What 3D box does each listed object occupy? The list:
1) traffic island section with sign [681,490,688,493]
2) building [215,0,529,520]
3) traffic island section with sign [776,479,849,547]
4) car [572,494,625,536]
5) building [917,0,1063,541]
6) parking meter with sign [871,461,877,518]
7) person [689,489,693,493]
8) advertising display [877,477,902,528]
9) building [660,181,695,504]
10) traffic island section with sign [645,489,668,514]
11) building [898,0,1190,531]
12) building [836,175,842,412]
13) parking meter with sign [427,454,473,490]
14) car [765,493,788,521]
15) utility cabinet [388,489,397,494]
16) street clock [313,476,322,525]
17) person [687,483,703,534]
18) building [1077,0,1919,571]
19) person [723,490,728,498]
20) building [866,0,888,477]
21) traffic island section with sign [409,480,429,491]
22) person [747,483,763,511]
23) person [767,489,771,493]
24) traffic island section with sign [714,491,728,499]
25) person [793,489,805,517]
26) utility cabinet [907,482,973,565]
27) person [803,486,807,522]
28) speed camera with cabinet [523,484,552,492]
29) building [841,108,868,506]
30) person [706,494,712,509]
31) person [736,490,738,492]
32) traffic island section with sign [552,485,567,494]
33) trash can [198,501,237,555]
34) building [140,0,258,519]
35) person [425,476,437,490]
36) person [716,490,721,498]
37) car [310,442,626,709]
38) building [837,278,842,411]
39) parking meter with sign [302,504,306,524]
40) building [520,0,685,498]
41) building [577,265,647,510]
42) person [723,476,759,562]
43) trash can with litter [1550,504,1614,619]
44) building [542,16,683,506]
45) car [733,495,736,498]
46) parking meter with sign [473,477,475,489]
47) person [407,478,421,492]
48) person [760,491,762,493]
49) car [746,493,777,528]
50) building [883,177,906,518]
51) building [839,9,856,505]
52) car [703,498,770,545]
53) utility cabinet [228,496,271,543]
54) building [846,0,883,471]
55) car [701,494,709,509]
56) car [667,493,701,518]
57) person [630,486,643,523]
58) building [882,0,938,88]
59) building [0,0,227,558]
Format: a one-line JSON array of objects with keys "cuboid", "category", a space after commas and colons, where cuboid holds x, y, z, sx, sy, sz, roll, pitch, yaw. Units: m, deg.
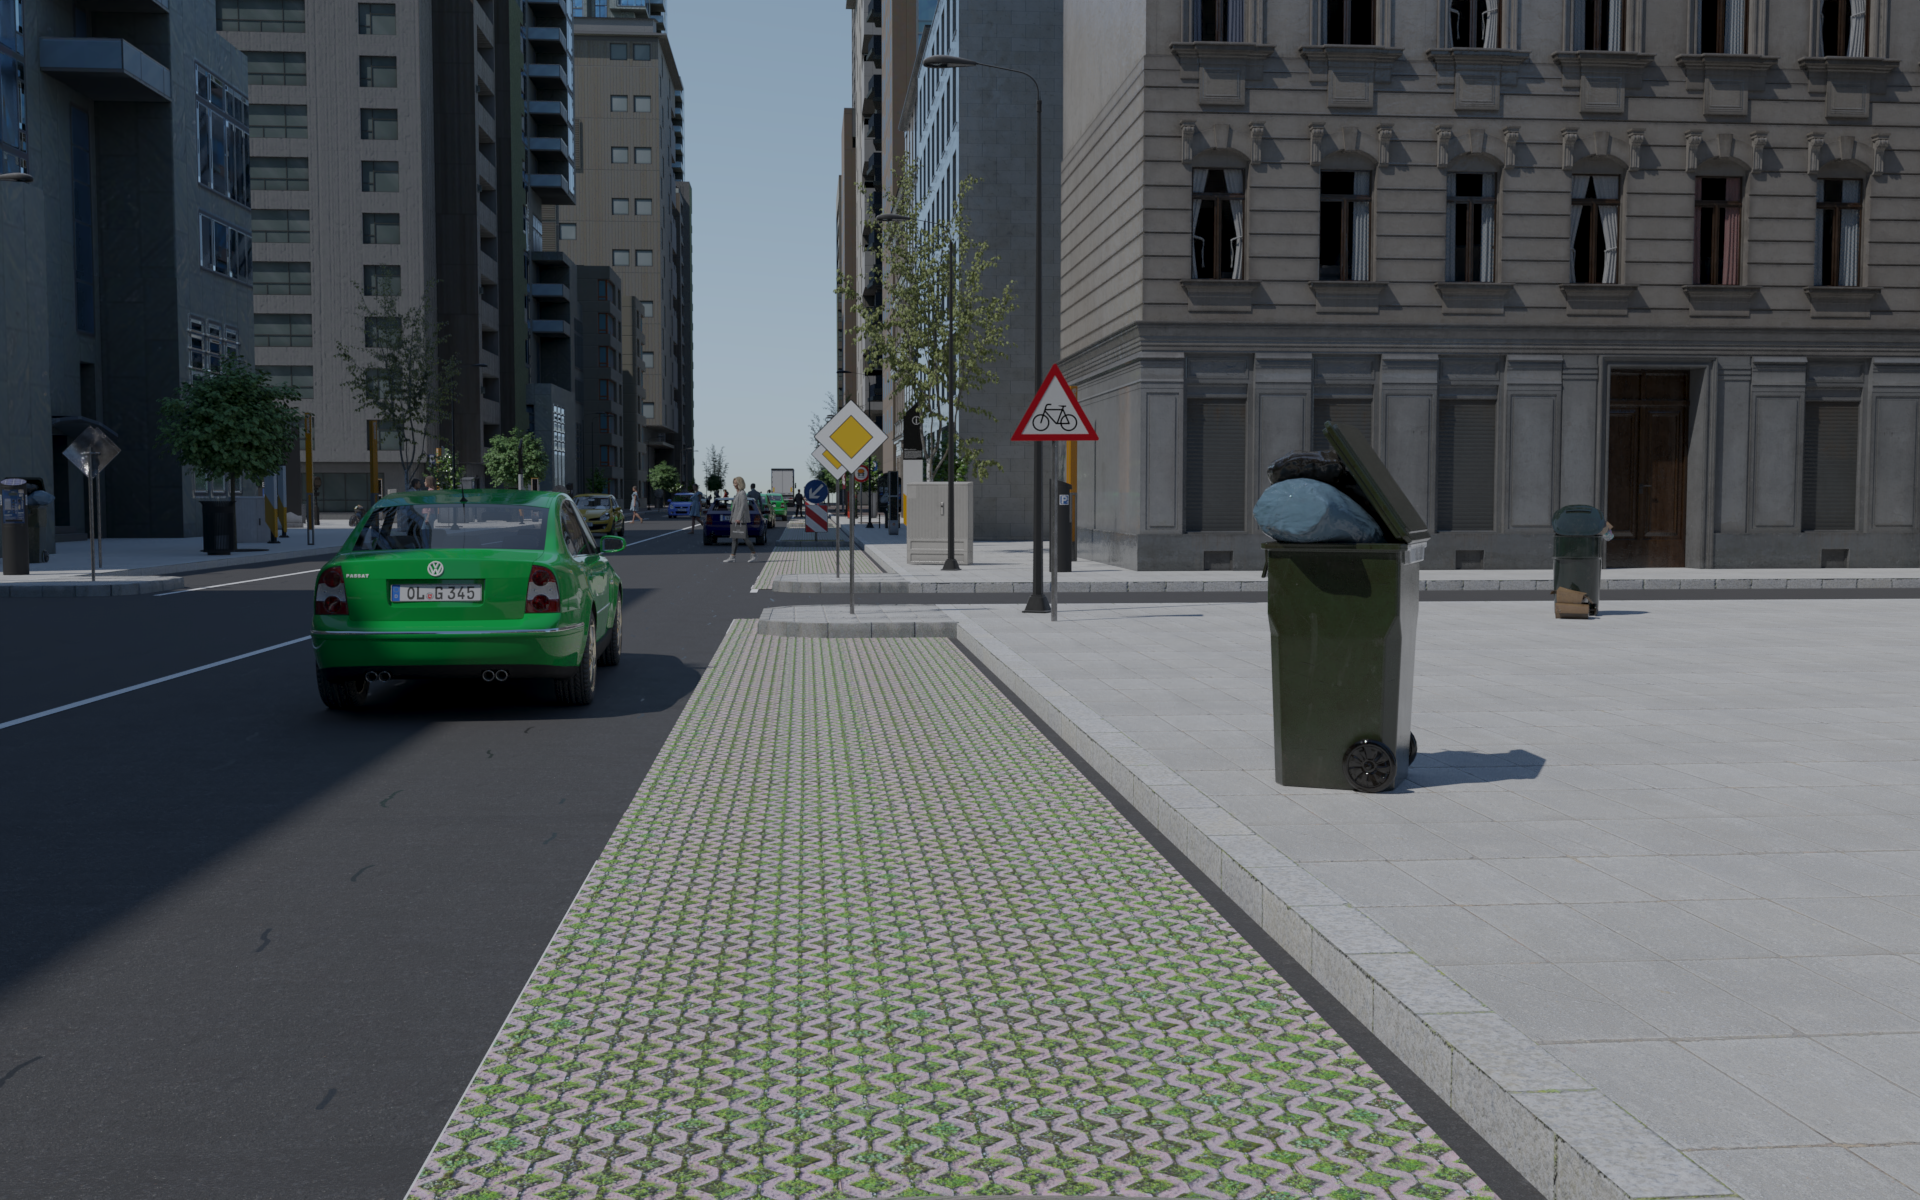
[{"cuboid": [-24.129, -8.772, 152.042, 1.989, 1.847, 2.006, 0, 4, -5], "category": "traffic island section with sign"}, {"cuboid": [-31.114, -19.552, 91.376, 14.160, 30.474, 14.107, 0, 4, -5], "category": "building"}, {"cuboid": [-4.048, -2.372, 47.418, 1.989, 1.847, 2.006, 0, 4, -5], "category": "traffic island section with sign"}, {"cuboid": [-12.183, -2.889, 57.462, 2.015, 1.641, 3.980, 0, 4, -4], "category": "car"}, {"cuboid": [4.389, -12.283, 55.572, 10.420, 20.320, 16.860, 0, 4, -5], "category": "building"}, {"cuboid": [-4.642, -5.876, 92.335, 0.543, 3.016, 1.738, 0, 3, 0], "category": "parking meter with sign"}, {"cuboid": [-16.941, -6.159, 109.913, 0.721, 1.735, 1.217, 0, 4, -4], "category": "person"}, {"cuboid": [-2.638, -3.645, 64.817, 0.974, 1.923, 0.123, -2, 4, -31], "category": "advertising display"}, {"cuboid": [-41.317, -32.784, 219.612, 14.154, 41.232, 14.086, 0, 4, -5], "category": "building"}, {"cuboid": [-21.722, -7.129, 125.194, 1.989, 1.847, 2.006, 0, 4, -5], "category": "traffic island section with sign"}, {"cuboid": [2.762, -13.730, 73.642, 9.793, 20.994, 18.267, 0, 4, -5], "category": "building"}, {"cuboid": [-6.960, -38.320, 250.238, 21.300, 48.544, 21.600, 0, 4, -5], "category": "building"}, {"cuboid": [-22.377, -4.867, 75.835, 1.738, 3.016, 0.543, 1, 4, 12], "category": "parking meter with sign"}, {"cuboid": [-10.221, -5.169, 93.306, 1.959, 1.807, 4.718, 0, 4, -6], "category": "car"}, {"cuboid": [-25.063, -4.144, 76.435, 0.318, 1.500, 1.173, -1, 4, -22], "category": "utility cabinet"}, {"cuboid": [-26.329, -4.052, 70.815, 0.358, 2.002, 0.471, 1, 4, 16], "category": "street clock"}, {"cuboid": [-9.452, -3.280, 62.220, 0.778, 1.811, 0.616, -2, 4, -29], "category": "person"}, {"cuboid": [11.405, -11.276, 33.515, 18.267, 20.994, 9.793, 0, 4, -5], "category": "building"}, {"cuboid": [-20.796, -8.864, 153.372, 0.705, 1.831, 1.348, 1, 4, 13], "category": "person"}, {"cuboid": [4.075, -29.326, 134.111, 22.147, 44.769, 28.867, 0, 4, -5], "category": "building"}, {"cuboid": [-14.737, -2.357, 47.168, 1.989, 1.847, 2.006, 0, 4, -5], "category": "traffic island section with sign"}, {"cuboid": [-7.202, -3.147, 60.074, 0.709, 1.813, 0.853, -3, 5, -41], "category": "person"}, {"cuboid": [-11.964, -6.133, 109.570, 0.721, 1.735, 1.217, 0, 4, 8], "category": "person"}, {"cuboid": [-29.020, -12.118, 206.757, 1.989, 1.847, 2.006, 0, 4, -5], "category": "traffic island section with sign"}, {"cuboid": [-10.183, -6.162, 109.802, 0.990, 1.755, 0.434, 3, 4, 36], "category": "person"}, {"cuboid": [-0.367, -1.384, 31.308, 1.173, 1.500, 0.318, 1, 4, 19], "category": "utility cabinet"}, {"cuboid": [-7.856, -4.941, 89.094, 0.447, 1.846, 0.655, -3, 4, -36], "category": "person"}, {"cuboid": [-21.647, -5.824, 89.563, 0.660, 3.252, 2.038, 3, 4, 36], "category": "speed camera with cabinet"}, {"cuboid": [-6.395, -33.485, 197.589, 14.600, 45.320, 14.200, 0, 4, -5], "category": "building"}, {"cuboid": [-20.804, -8.077, 143.740, 0.799, 1.438, 0.628, 2, 4, 32], "category": "person"}, {"cuboid": [-12.111, -5.226, 94.345, 0.834, 1.777, 0.661, 0, 4, 8], "category": "person"}, {"cuboid": [-17.170, -4.017, 74.305, 1.989, 1.847, 2.006, 0, 4, -5], "category": "traffic island section with sign"}, {"cuboid": [-15.603, -1.516, 36.436, 0.748, 1.137, 0.748, 0, 3, 0], "category": "trash can"}, {"cuboid": [-36.282, -48.952, 113.031, 22.319, 86.520, 31.000, 0, 4, -5], "category": "building"}, {"cuboid": [-11.491, -1.771, 37.465, 0.388, 1.821, 0.555, -2, 4, -30], "category": "person"}, {"cuboid": [-17.856, -7.243, 127.837, 0.530, 1.710, 0.541, -1, 4, -19], "category": "person"}, {"cuboid": [-3.544, -0.258, 13.018, 1.959, 1.807, 4.718, 0, 4, -7], "category": "car"}, {"cuboid": [-9.468, -28.194, 232.674, 14.160, 30.474, 14.107, 0, 4, -5], "category": "building"}, {"cuboid": [-29.084, -4.822, 75.107, 1.738, 3.016, 0.543, 2, 4, 31], "category": "parking meter with sign"}, {"cuboid": [-48.236, -56.737, 240.321, 22.319, 86.520, 31.000, 0, 4, -5], "category": "building"}, {"cuboid": [-41.554, -18.319, 144.557, 27.650, 21.520, 28.899, 0, 4, -5], "category": "building"}, {"cuboid": [-4.574, -1.686, 36.257, 0.728, 1.800, 0.709, -1, 4, -18], "category": "person"}, {"cuboid": [6.502, -0.411, 18.110, 0.624, 1.170, 1.055, 1, 4, 20], "category": "trash can with litter"}, {"cuboid": [-46.504, -37.155, 196.727, 28.713, 52.752, 27.495, 0, 4, -5], "category": "building"}, {"cuboid": [-25.659, -11.537, 201.210, 1.945, 1.354, 3.894, 0, 4, -6], "category": "car"}, {"cuboid": [-22.513, -5.058, 78.951, 1.738, 3.016, 0.543, 0, 4, -2], "category": "parking meter with sign"}, {"cuboid": [-14.339, -2.260, 45.301, 0.795, 1.843, 0.661, 1, 4, 15], "category": "person"}, {"cuboid": [-22.583, -11.468, 196.710, 1.217, 1.736, 0.721, 0, 4, 1], "category": "person"}, {"cuboid": [-8.771, -3.952, 73.415, 1.959, 1.807, 4.718, 0, 4, -4], "category": "car"}, {"cuboid": [1.636, -13.932, 92.415, 10.561, 19.102, 19.286, 0, 4, -5], "category": "building"}, {"cuboid": [-5.043, -47.469, 214.362, 20.563, 71.187, 20.611, 0, 4, -5], "category": "building"}, {"cuboid": [-6.436, -2.275, 49.779, 1.945, 1.354, 3.894, 0, 4, -5], "category": "car"}, {"cuboid": [-18.656, -2.101, 45.519, 0.306, 1.237, 1.020, 3, 4, 37], "category": "utility cabinet"}, {"cuboid": [4.095, -35.038, 162.110, 28.713, 52.752, 27.495, 0, 4, -5], "category": "building"}, {"cuboid": [-25.472, -9.763, 169.408, 2.009, 1.686, 4.222, 0, 4, -5], "category": "car"}, {"cuboid": [-16.455, -5.742, 103.474, 1.945, 1.707, 3.694, 0, 4, -3], "category": "car"}, {"cuboid": [-15.718, -4.622, 84.158, 0.778, 1.811, 0.616, 1, 4, 23], "category": "person"}, {"cuboid": [2.156, -28.271, 112.344, 14.600, 45.320, 14.200, 0, 4, -5], "category": "building"}, {"cuboid": [-30.959, -44.393, 38.501, 22.319, 86.520, 31.000, 0, 4, -5], "category": "building"}]
